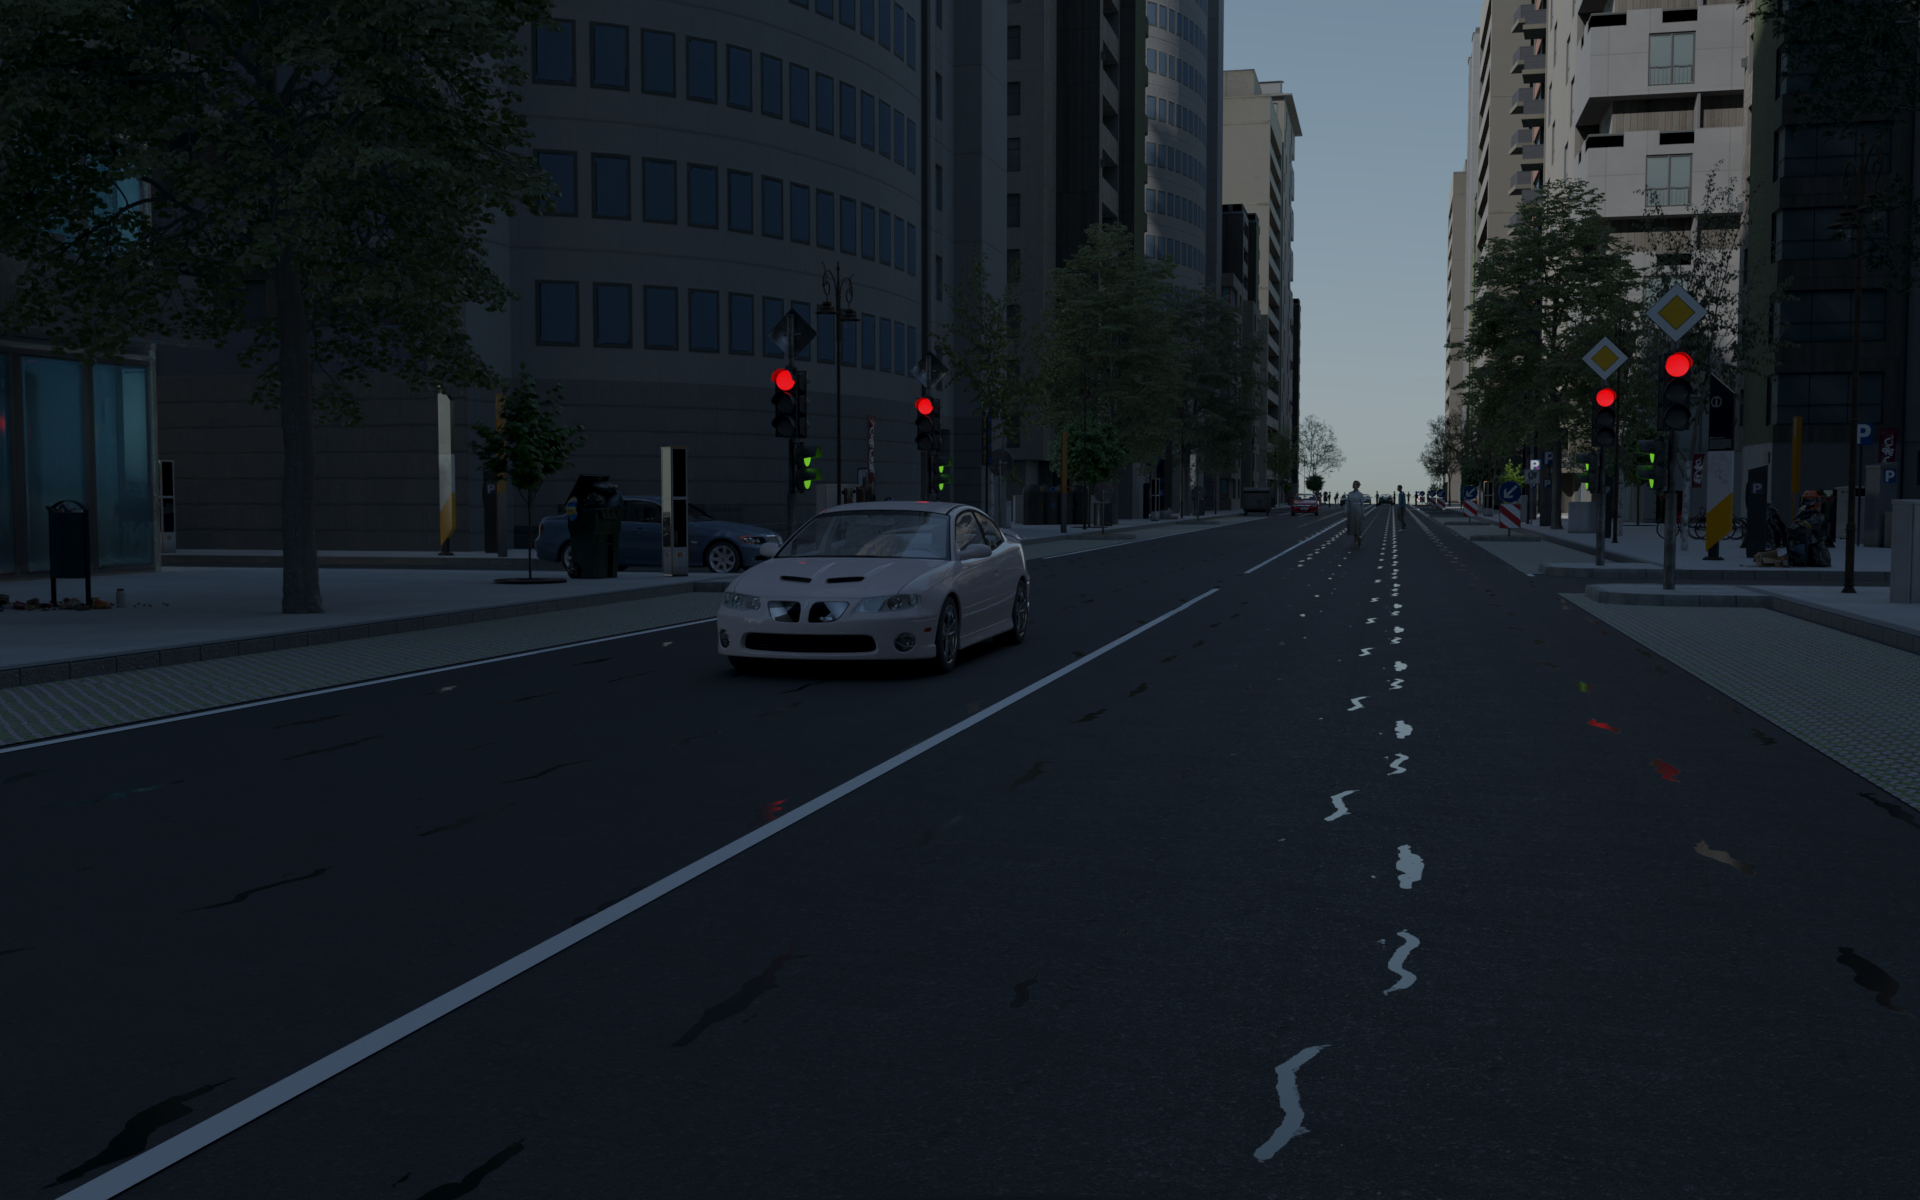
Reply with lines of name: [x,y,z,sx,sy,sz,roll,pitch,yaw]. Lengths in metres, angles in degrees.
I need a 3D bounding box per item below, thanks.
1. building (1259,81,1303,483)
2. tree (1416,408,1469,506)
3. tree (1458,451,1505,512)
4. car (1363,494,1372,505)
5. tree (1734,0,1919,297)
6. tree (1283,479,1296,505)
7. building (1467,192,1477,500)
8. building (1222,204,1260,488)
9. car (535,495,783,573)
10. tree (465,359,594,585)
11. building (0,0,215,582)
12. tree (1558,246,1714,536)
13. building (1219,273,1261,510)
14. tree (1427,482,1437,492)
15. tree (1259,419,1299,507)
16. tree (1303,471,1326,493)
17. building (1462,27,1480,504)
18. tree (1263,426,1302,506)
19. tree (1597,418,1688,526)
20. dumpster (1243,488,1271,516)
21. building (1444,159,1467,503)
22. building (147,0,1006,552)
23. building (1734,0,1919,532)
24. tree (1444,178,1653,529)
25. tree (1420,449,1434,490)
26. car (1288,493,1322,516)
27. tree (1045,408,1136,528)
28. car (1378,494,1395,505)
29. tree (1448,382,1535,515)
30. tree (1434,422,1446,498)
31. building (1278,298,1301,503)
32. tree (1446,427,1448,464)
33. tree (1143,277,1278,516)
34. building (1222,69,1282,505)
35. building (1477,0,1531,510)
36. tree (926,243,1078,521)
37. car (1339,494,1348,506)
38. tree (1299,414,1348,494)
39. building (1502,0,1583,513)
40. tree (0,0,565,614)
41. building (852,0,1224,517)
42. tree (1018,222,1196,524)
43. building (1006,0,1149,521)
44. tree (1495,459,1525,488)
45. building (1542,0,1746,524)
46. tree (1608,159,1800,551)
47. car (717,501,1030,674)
building: [29.683,-39.087,228.313,28.713,52.752,27.495,1,4,14]
tree: [53.217,-15.462,187.223,8.767,10.594,7.601,3,5,45]
tree: [37.699,-8.660,125.303,4.285,4.588,4.351,0,3,0]
car: [55.590,-13.835,237.994,2.131,1.459,4.920,1,4,14]
tree: [10.622,-4.898,14.495,8.767,10.594,7.601,2,4,28]
tree: [38.835,-12.900,205.513,1.663,3.219,1.824,0,3,0]
building: [56.143,-24.110,165.895,14.160,30.474,14.107,1,4,14]
building: [22.149,-24.515,172.528,14.160,30.474,14.107,1,4,14]
car: [-5.353,-1.168,31.095,4.499,1.417,2.014,1,4,14]
tree: [-6.353,-1.859,24.989,1.663,3.219,1.824,0,3,0]
building: [-27.777,-24.536,20.772,30.456,49.044,23.786,1,4,14]
tree: [20.275,-6.233,52.280,4.737,8.622,4.395,0,3,0]
building: [11.411,-18.830,152.904,27.650,21.520,28.899,1,4,14]
tree: [67.521,-15.467,247.480,1.663,3.219,1.824,0,3,0]
tree: [31.681,-13.529,171.566,4.360,8.622,3.978,0,3,0]
tree: [51.519,-16.372,251.392,4.285,4.588,4.351,0,3,0]
building: [74.660,-41.382,218.586,21.231,58.520,28.212,1,4,14]
tree: [33.684,-14.190,182.363,4.737,8.622,4.395,0,3,0]
tree: [27.532,-5.276,69.980,4.285,4.588,4.351,0,3,0]
dumpster: [19.669,-6.517,114.760,1.865,1.857,1.264,1,4,14]
building: [79.915,-37.950,244.186,21.300,48.544,21.600,1,4,14]
building: [-11.852,-31.151,51.319,21.231,58.520,28.212,1,4,14]
building: [33.657,-17.504,57.886,14.160,30.474,14.107,1,4,14]
tree: [21.441,-8.862,63.018,7.486,12.596,7.792,0,3,0]
tree: [59.372,-16.103,213.646,4.360,8.622,3.978,0,3,0]
car: [22.949,-6.492,115.189,2.155,1.783,4.494,1,4,12]
tree: [4.962,-5.031,65.963,4.285,4.588,4.351,0,3,0]
car: [54.633,-12.863,222.114,2.131,1.459,4.920,1,4,16]
tree: [33.278,-9.622,107.683,4.360,8.622,3.978,0,3,0]
tree: [39.072,-11.207,133.593,4.360,8.622,3.978,0,3,0]
building: [41.102,-29.104,247.549,14.160,30.474,14.107,1,4,14]
tree: [34.913,-10.123,115.871,4.360,8.622,3.978,0,3,0]
tree: [13.336,-11.915,101.468,9.857,13.997,8.962,0,3,0]
building: [26.199,-35.473,203.687,21.300,48.544,21.600,1,4,14]
building: [55.441,-32.015,147.152,21.300,48.544,21.600,1,4,14]
tree: [1.185,-6.189,51.557,4.737,8.622,4.395,0,3,0]
car: [47.169,-12.288,210.694,2.009,1.686,4.222,1,4,15]
tree: [53.426,-21.509,262.034,12.009,13.543,11.850,0,3,0]
building: [50.623,-28.603,122.276,22.147,44.769,28.867,1,4,14]
tree: [-7.278,-6.106,17.965,7.486,12.596,7.792,0,3,0]
building: [6.858,-35.568,123.533,21.231,58.520,28.212,1,4,14]
tree: [6.289,-9.490,73.286,7.486,12.596,7.792,0,3,0]
building: [1.434,-19.261,86.620,14.160,30.474,14.107,1,4,14]
tree: [30.107,-6.141,95.012,1.663,3.219,1.824,0,3,0]
building: [44.157,-30.342,85.334,28.713,52.752,27.495,1,4,14]
tree: [16.639,-5.437,39.265,4.360,8.622,3.978,0,3,0]
car: [-0.613,-0.191,15.481,2.083,1.381,4.827,1,4,14]
